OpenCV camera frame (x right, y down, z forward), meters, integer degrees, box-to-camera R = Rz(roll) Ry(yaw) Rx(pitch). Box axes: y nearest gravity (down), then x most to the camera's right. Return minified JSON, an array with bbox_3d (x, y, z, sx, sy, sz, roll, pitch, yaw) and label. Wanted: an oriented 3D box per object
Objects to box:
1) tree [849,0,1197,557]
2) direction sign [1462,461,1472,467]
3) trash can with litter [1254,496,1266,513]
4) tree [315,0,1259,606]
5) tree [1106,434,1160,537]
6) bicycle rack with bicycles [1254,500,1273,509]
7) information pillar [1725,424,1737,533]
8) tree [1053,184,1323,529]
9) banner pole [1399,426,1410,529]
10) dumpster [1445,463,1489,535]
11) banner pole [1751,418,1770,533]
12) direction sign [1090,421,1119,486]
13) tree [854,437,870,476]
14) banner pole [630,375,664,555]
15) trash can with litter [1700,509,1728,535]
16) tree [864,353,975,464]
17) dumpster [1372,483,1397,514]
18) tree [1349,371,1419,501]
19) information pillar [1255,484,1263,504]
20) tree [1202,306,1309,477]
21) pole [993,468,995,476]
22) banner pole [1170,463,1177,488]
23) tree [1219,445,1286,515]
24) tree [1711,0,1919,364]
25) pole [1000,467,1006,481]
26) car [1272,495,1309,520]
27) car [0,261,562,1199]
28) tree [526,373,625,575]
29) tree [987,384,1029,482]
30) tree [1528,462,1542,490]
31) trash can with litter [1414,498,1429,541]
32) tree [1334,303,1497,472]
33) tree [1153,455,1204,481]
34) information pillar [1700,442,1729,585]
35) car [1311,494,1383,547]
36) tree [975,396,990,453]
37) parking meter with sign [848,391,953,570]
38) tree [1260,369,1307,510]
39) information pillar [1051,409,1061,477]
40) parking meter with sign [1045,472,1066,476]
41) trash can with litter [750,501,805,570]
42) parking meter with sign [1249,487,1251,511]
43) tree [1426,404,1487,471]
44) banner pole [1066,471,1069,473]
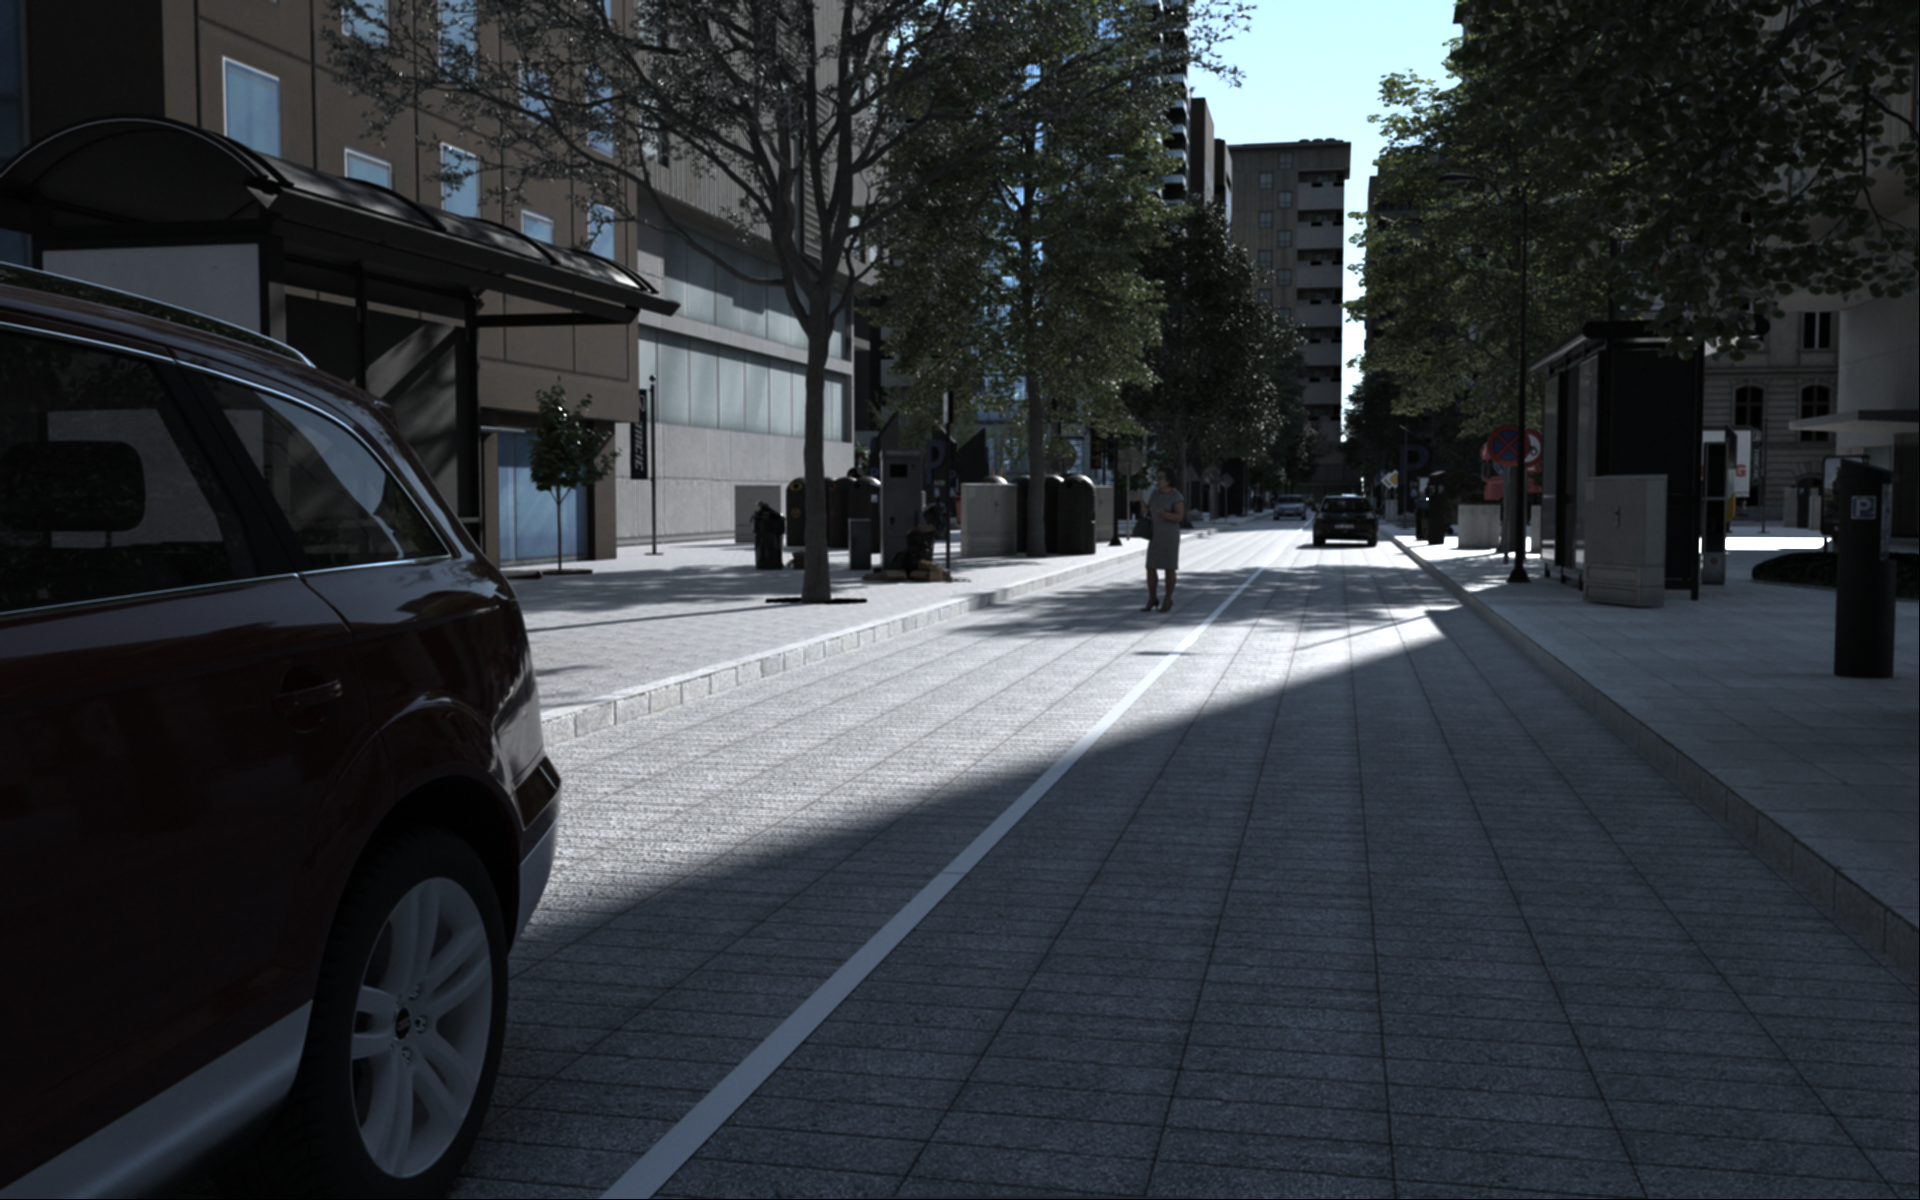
[{"bbox_3d":[1.245,-7.137,34.824,7.486,12.596,7.792,0,3,0],"label":"tree"},{"bbox_3d":[34.959,-7.804,119.594,0.379,3.537,0.876,-2,4,-33],"label":"direction sign"},{"bbox_3d":[20.745,-6.646,120.052,0.624,1.170,1.055,2,4,27],"label":"trash can with litter"},{"bbox_3d":[-1.725,-6.719,20.221,12.009,13.543,11.850,0,3,0],"label":"tree"},{"bbox_3d":[5.017,-3.498,51.798,1.663,3.219,1.824,0,3,0],"label":"tree"},{"bbox_3d":[25.009,-8.141,146.480,2.925,0.926,2.852,0,4,8],"label":"bicycle rack with bicycles"},{"bbox_3d":[25.508,-4.039,57.391,0.183,3.616,0.504,-1,4,-18],"label":"information pillar"},{"bbox_3d":[8.260,-9.027,64.597,9.611,12.733,9.660,0,3,0],"label":"tree"},{"bbox_3d":[16.439,-4.520,63.920,0.401,3.779,0.863,1,4,13],"label":"banner pole"},{"bbox_3d":[16.089,-3.240,55.462,1.502,2.255,1.985,1,4,12],"label":"dumpster"},{"bbox_3d":[26.381,-4.105,57.131,0.401,3.779,0.863,-1,4,-17],"label":"banner pole"},{"bbox_3d":[4.494,-3.788,53.925,0.876,3.537,0.379,0,4,-2],"label":"direction sign"},{"bbox_3d":[-5.900,-6.953,97.400,4.285,4.588,4.351,0,3,0],"label":"tree"},{"bbox_3d":[-6.624,-2.838,36.417,0.401,3.779,0.863,3,5,39],"label":"banner pole"},{"bbox_3d":[23.243,-2.597,53.856,1.055,1.170,0.624,0,4,6],"label":"trash can with litter"},{"bbox_3d":[-2.429,-8.402,87.729,4.737,8.622,4.395,0,3,0],"label":"tree"},{"bbox_3d":[26.911,-6.556,109.687,1.502,2.255,1.985,1,4,12],"label":"dumpster"},{"bbox_3d":[24.401,-9.102,99.179,4.360,8.622,3.978,0,3,0],"label":"tree"},{"bbox_3d":[21.786,-7.425,125.891,0.304,2.012,0.304,-2,4,-27],"label":"information pillar"},{"bbox_3d":[18.945,-12.919,117.885,9.857,13.997,8.962,0,3,0],"label":"tree"},{"bbox_3d":[2.654,-8.691,135.934,0.158,3.312,0.155,0,3,0],"label":"pole"},{"bbox_3d":[10.013,-5.530,80.432,0.863,3.779,0.401,1,4,12],"label":"banner pole"},{"bbox_3d":[17.439,-7.544,107.056,4.285,4.588,4.351,0,3,0],"label":"tree"},{"bbox_3d":[5.232,-5.497,8.009,7.486,12.596,7.792,0,3,0],"label":"tree"},{"bbox_3d":[3.195,-8.481,132.511,0.158,3.312,0.155,0,3,0],"label":"pole"},{"bbox_3d":[18.282,-5.127,95.829,2.014,1.417,4.499,1,4,12],"label":"car"},{"bbox_3d":[-2.293,0.402,2.096,2.281,1.827,5.304,1,4,10],"label":"car"},{"bbox_3d":[-6.474,-2.027,27.747,1.663,3.219,1.824,0,3,0],"label":"tree"},{"bbox_3d":[3.598,-10.190,116.962,4.360,8.622,3.978,0,3,0],"label":"tree"},{"bbox_3d":[23.091,-4.459,67.503,1.663,3.219,1.824,0,3,0],"label":"tree"},{"bbox_3d":[13.034,-2.246,48.106,0.624,1.170,1.055,0,4,-7],"label":"trash can with litter"},{"bbox_3d":[22.289,-9.086,82.960,7.601,10.594,8.767,0,4,-4],"label":"tree"},{"bbox_3d":[12.780,-7.269,102.560,4.285,4.588,4.351,0,3,0],"label":"tree"},{"bbox_3d":[10.693,-1.227,24.557,0.304,2.012,0.304,1,4,18],"label":"information pillar"},{"bbox_3d":[10.854,-2.377,48.653,2.009,1.686,4.222,1,4,14],"label":"car"},{"bbox_3d":[0.368,-10.484,121.779,4.737,8.622,4.395,0,3,0],"label":"tree"},{"bbox_3d":[-1.016,-2.029,29.432,1.738,3.016,0.543,-1,4,-10],"label":"parking meter with sign"},{"bbox_3d":[24.823,-13.238,142.200,9.928,11.665,9.643,0,3,0],"label":"tree"},{"bbox_3d":[2.609,-3.425,47.351,0.183,3.616,0.504,-1,4,-22],"label":"information pillar"},{"bbox_3d":[8.173,-9.489,151.400,1.738,3.016,0.543,1,4,20],"label":"parking meter with sign"},{"bbox_3d":[-3.037,-1.115,29.610,1.055,1.170,0.624,-1,4,-16],"label":"trash can with litter"},{"bbox_3d":[22.197,-8.418,133.893,0.543,3.016,1.738,0,4,-1],"label":"parking meter with sign"},{"bbox_3d":[33.076,-10.115,115.738,4.737,8.622,4.395,0,3,0],"label":"tree"},{"bbox_3d":[6.206,-6.720,99.885,0.401,3.779,0.863,0,4,-8],"label":"banner pole"}]
